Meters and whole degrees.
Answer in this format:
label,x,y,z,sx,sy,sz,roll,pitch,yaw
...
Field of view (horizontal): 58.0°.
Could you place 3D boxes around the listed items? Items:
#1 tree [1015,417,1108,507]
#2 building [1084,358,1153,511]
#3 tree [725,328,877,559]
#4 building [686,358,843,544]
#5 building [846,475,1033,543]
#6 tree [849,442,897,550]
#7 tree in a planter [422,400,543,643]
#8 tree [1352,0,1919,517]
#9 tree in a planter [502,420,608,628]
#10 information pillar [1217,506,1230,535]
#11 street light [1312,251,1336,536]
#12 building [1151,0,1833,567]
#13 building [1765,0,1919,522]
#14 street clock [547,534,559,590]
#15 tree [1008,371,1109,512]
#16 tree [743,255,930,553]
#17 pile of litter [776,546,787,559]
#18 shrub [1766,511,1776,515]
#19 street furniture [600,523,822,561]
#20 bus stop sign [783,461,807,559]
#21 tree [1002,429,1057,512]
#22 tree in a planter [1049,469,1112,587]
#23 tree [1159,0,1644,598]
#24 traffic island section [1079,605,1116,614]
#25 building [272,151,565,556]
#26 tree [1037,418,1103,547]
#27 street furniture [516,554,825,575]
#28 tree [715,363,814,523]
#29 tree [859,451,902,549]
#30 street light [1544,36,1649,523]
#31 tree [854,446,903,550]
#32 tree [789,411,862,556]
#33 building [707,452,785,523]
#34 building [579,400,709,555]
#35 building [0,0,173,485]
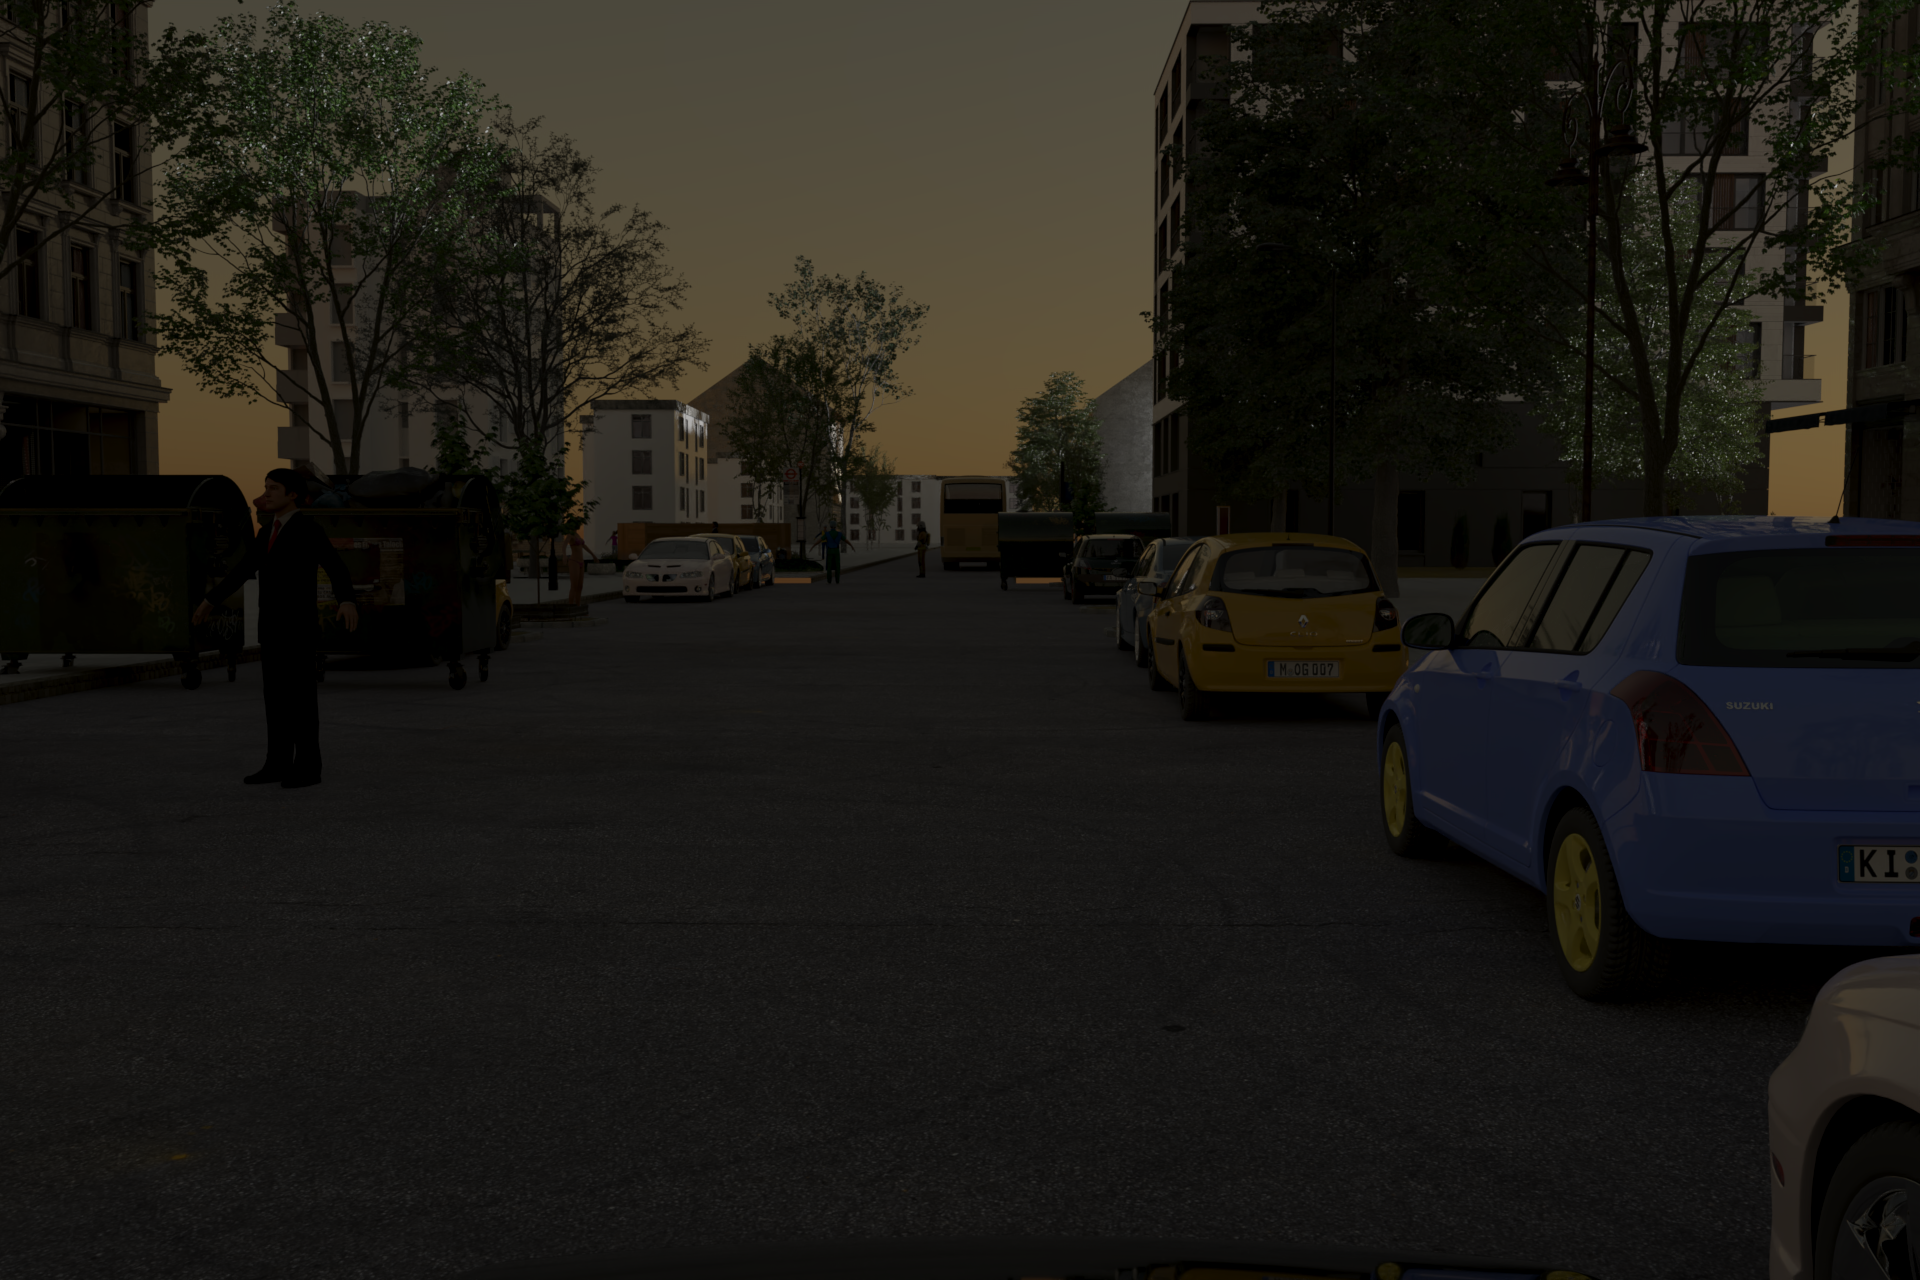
label,x,y,z,sx,sy,sz,roll,pitch,yaw
tree,7.872,-12.074,131.821,7.601,10.594,8.767,1,4,18
building,24.767,-23.163,209.645,19.493,23.208,18.063,0,4,1
tree,-8.113,-9.952,88.478,9.928,11.665,9.643,0,3,0
building,-24.862,-23.895,221.618,19.493,23.208,18.063,0,4,0
building,-3.610,-18.403,245.500,28.070,9.664,9.099,0,4,-3
tree,-7.057,-11.376,136.356,4.737,8.622,4.395,0,3,0
tree in a planter,-6.741,-1.594,23.290,1.991,3.239,1.994,0,4,2
tree,8.862,-5.873,21.783,9.928,11.665,9.643,0,3,0
tree in a planter,-6.651,-1.836,27.241,1.991,3.239,1.994,0,4,2
information pillar,6.942,-2.522,45.719,0.304,2.012,0.304,0,4,1
street light,6.507,-3.377,27.751,1.470,5.913,1.316,0,4,1
building,22.952,-14.609,82.838,27.936,21.610,32.646,0,4,1
building,28.648,-17.962,39.785,12.429,33.558,17.177,0,4,1
street clock,-9.272,-2.132,39.423,0.358,2.002,0.471,0,4,1
tree,6.838,-12.390,120.708,7.486,12.596,7.792,0,3,0
tree,-8.478,-16.010,117.651,12.611,20.169,13.585,0,3,0
pile of litter,-6.176,-2.951,62.214,1.176,0.858,1.719,0,4,2
shrub,27.587,-3.359,58.966,1.661,2.075,1.752,0,3,0
street furniture,-9.925,-3.929,71.089,11.010,1.723,9.812,3,5,44
bus stop sign,-6.038,-4.567,63.378,0.855,3.939,0.416,0,4,2
tree,7.621,-13.069,148.095,7.601,10.594,8.767,2,4,25
tree in a planter,3.449,-3.086,47.680,1.991,3.239,1.994,0,4,1
tree,8.549,-7.835,34.753,9.857,13.997,8.962,0,3,0
traffic island section,3.200,-0.547,31.812,1.991,0.108,1.994,0,4,1
building,-27.994,-14.108,87.091,16.016,20.090,11.380,0,4,1
tree,7.391,-9.666,108.397,4.360,8.622,3.978,0,3,0
street furniture,-9.569,-2.509,56.650,10.072,0.657,5.734,0,4,1
tree,-8.626,-7.675,75.854,4.737,8.622,4.395,0,3,0
tree,-7.162,-12.427,153.542,4.737,8.622,4.395,0,3,0
street light,6.099,-2.690,16.771,0.468,5.910,1.993,0,4,1
tree,-7.080,-11.689,141.469,4.737,8.622,4.395,0,3,0
tree,-8.129,-9.291,102.272,4.737,8.622,4.395,0,3,0
building,-23.904,-15.248,191.456,9.099,9.664,28.070,0,4,1
building,-22.232,-11.015,122.236,9.099,9.664,28.070,0,3,0
building,-28.069,-11.040,30.474,10.553,20.879,40.483,0,4,1
